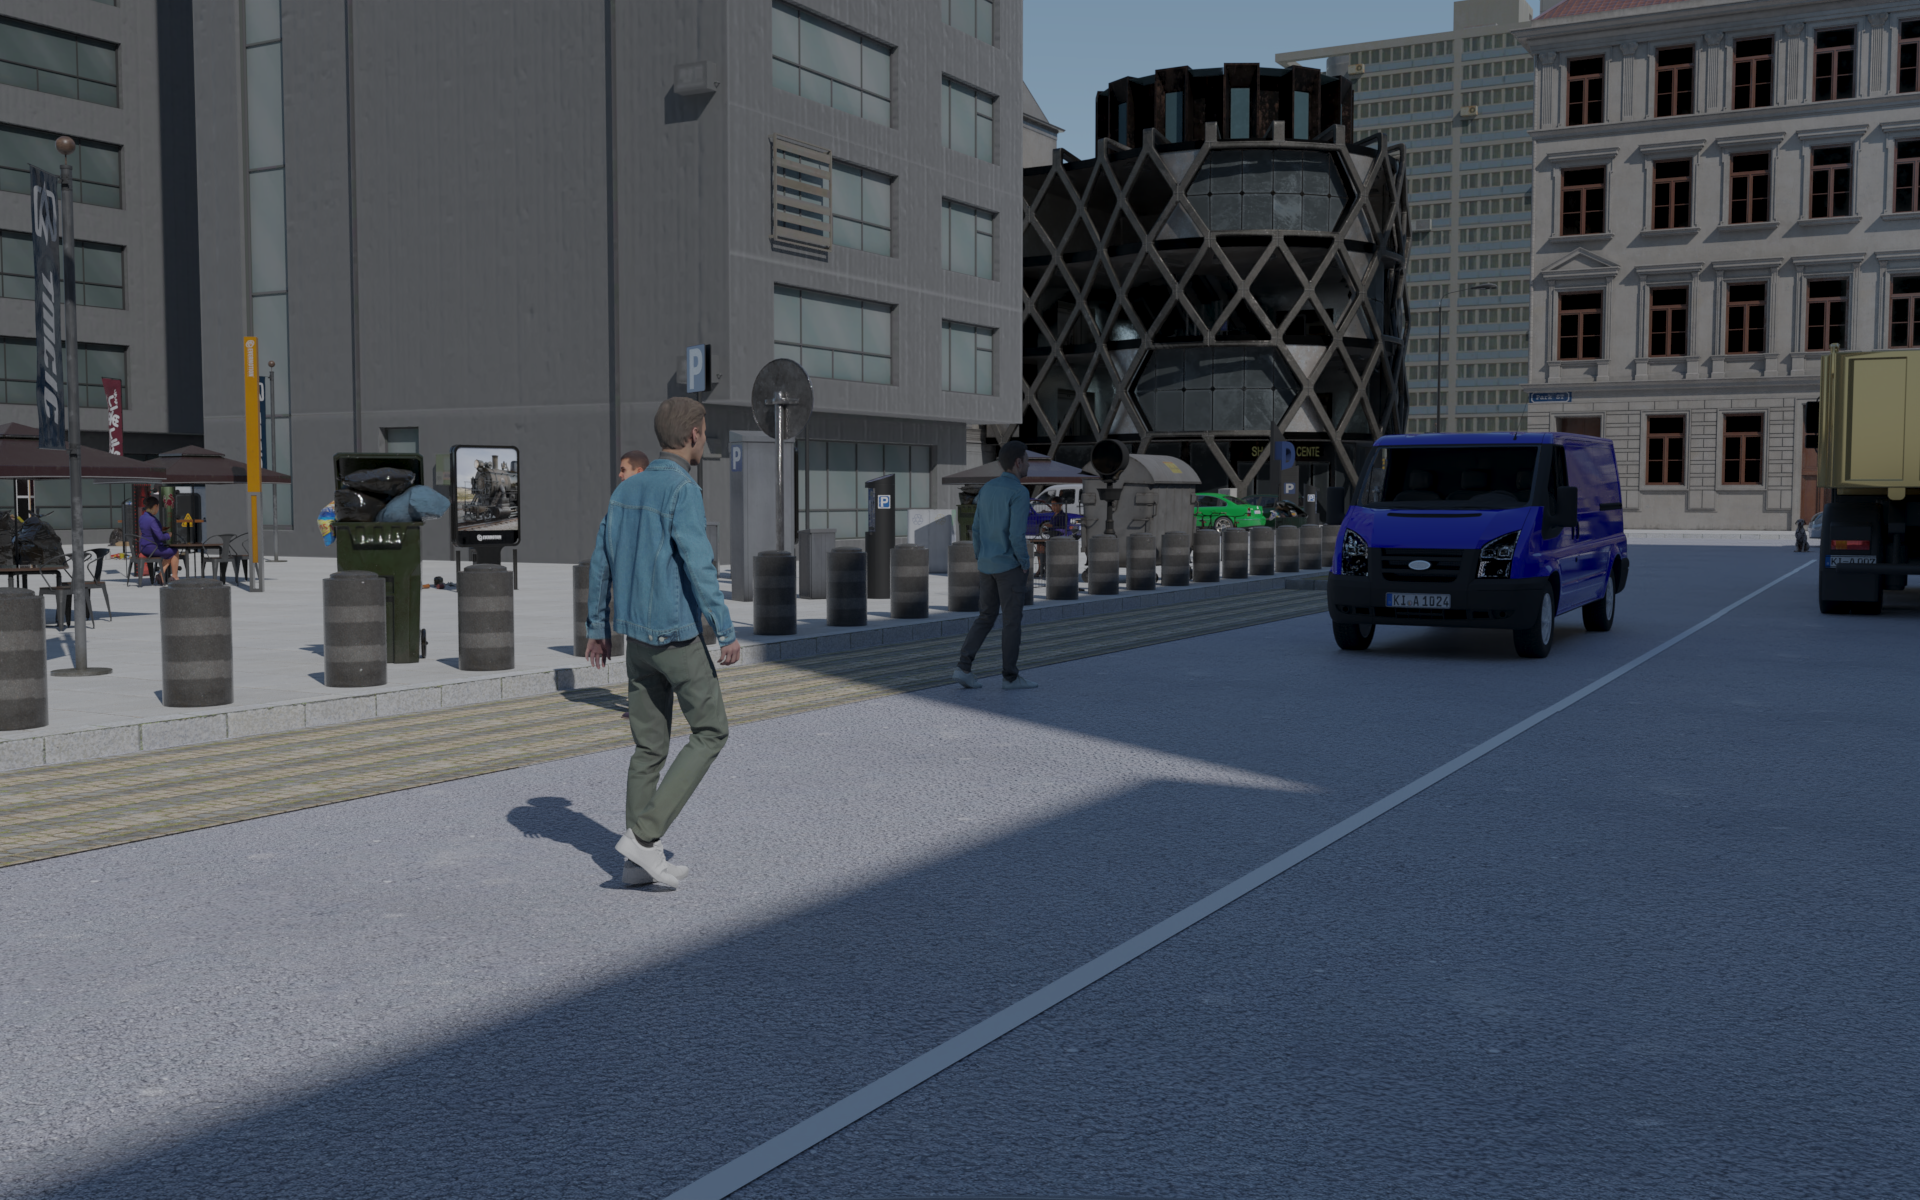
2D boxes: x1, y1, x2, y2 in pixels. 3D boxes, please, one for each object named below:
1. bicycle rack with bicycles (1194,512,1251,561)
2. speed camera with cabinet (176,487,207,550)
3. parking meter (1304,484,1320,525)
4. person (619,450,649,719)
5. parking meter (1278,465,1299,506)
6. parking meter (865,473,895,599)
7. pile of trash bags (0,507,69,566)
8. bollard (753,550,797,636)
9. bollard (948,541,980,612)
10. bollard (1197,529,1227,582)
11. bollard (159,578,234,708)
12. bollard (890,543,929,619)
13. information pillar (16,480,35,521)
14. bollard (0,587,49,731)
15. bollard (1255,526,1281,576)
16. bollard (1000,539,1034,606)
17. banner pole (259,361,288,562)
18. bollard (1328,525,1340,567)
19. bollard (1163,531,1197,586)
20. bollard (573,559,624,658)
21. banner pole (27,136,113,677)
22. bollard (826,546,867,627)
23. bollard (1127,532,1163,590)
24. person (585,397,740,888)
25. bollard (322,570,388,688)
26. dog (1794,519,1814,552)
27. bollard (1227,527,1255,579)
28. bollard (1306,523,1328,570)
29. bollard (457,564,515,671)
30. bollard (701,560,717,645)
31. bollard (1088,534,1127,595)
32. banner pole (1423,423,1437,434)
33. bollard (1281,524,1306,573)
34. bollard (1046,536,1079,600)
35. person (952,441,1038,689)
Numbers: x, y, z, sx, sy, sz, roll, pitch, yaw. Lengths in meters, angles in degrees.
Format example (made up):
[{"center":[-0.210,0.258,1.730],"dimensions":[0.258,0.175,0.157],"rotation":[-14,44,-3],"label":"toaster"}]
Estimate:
[{"center":[4.461,-1.271,34.169],"dimensions":[2.852,0.926,2.925],"rotation":[1,4,12],"label":"bicycle rack with bicycles"},{"center":[-17.094,-2.782,39.829],"dimensions":[2.038,3.252,0.660],"rotation":[0,4,5],"label":"speed camera with cabinet"},{"center":[8.447,-2.032,41.640],"dimensions":[0.372,1.533,0.369],"rotation":[0,3,0],"label":"parking meter"},{"center":[-2.046,-0.106,11.154],"dimensions":[0.530,1.710,0.541],"rotation":[2,4,30],"label":"person"},{"center":[6.714,-1.818,35.442],"dimensions":[0.399,1.863,0.255],"rotation":[0,4,6],"label":"parking meter"},{"center":[-0.980,-0.786,21.266],"dimensions":[0.372,1.533,0.369],"rotation":[0,3,0],"label":"parking meter"},{"center":[-16.723,-1.162,28.747],"dimensions":[1.912,1.369,3.447],"rotation":[1,4,16],"label":"pile of trash bags"},{"center":[-1.696,-0.070,15.858],"dimensions":[0.404,0.777,0.398],"rotation":[0,3,0],"label":"bollard"},{"center":[0.066,-0.262,19.006],"dimensions":[0.404,0.777,0.398],"rotation":[0,3,0],"label":"bollard"},{"center":[3.603,-0.648,25.318],"dimensions":[0.404,0.777,0.398],"rotation":[0,3,0],"label":"bollard"},{"center":[-4.656,0.254,10.568],"dimensions":[0.404,0.777,0.398],"rotation":[0,3,0],"label":"bollard"},{"center":[-0.523,-0.198,17.958],"dimensions":[0.404,0.777,0.398],"rotation":[0,3,0],"label":"bollard"},{"center":[-21.003,-2.106,38.929],"dimensions":[0.304,2.012,0.304],"rotation":[-1,4,-9],"label":"information pillar"},{"center":[-5.245,0.318,9.520],"dimensions":[0.404,0.777,0.398],"rotation":[0,3,0],"label":"bollard"},{"center":[4.783,-0.777,27.425],"dimensions":[0.404,0.777,0.398],"rotation":[0,3,0],"label":"bollard"},{"center":[0.656,-0.326,20.054],"dimensions":[0.404,0.777,0.398],"rotation":[0,3,0],"label":"bollard"},{"center":[-13.004,-2.591,32.374],"dimensions":[0.401,3.779,0.863],"rotation":[2,4,24],"label":"banner pole"},{"center":[6.557,-0.971,30.590],"dimensions":[0.404,0.777,0.398],"rotation":[0,3,0],"label":"bollard"},{"center":[3.018,-0.584,24.268],"dimensions":[0.404,0.777,0.398],"rotation":[0,3,0],"label":"bollard"},{"center":[-2.871,0.058,13.761],"dimensions":[0.404,0.777,0.398],"rotation":[0,3,0],"label":"bollard"},{"center":[-6.233,-1.345,12.003],"dimensions":[0.401,3.779,0.863],"rotation":[0,4,-7],"label":"banner pole"},{"center":[-1.106,-0.134,16.907],"dimensions":[0.404,0.777,0.398],"rotation":[0,3,0],"label":"bollard"},{"center":[2.428,-0.520,23.216],"dimensions":[0.404,0.777,0.398],"rotation":[0,3,0],"label":"bollard"},{"center":[-1.098,0.156,6.289],"dimensions":[0.444,1.785,0.601],"rotation":[-3,5,-41],"label":"person"},{"center":[-4.064,0.189,11.635],"dimensions":[0.404,0.777,0.398],"rotation":[0,3,0],"label":"bollard"},{"center":[20.888,-1.584,42.730],"dimensions":[0.800,0.831,0.513],"rotation":[-1,4,-12],"label":"dog"},{"center":[4.190,-0.713,26.369],"dimensions":[0.404,0.777,0.398],"rotation":[0,3,0],"label":"bollard"},{"center":[5.969,-0.906,29.530],"dimensions":[0.404,0.777,0.398],"rotation":[0,3,0],"label":"bollard"},{"center":[-3.473,0.124,12.697],"dimensions":[0.404,0.777,0.398],"rotation":[0,3,0],"label":"bollard"},{"center":[-2.286,-0.006,14.811],"dimensions":[0.404,0.777,0.398],"rotation":[0,3,0],"label":"bollard"},{"center":[1.839,-0.456,22.168],"dimensions":[0.404,0.777,0.398],"rotation":[0,3,0],"label":"bollard"},{"center":[16.656,-4.357,61.249],"dimensions":[0.401,3.779,0.863],"rotation":[-2,4,-26],"label":"banner pole"},{"center":[5.382,-0.842,28.481],"dimensions":[0.404,0.777,0.398],"rotation":[0,3,0],"label":"bollard"},{"center":[1.247,-0.391,21.108],"dimensions":[0.404,0.777,0.398],"rotation":[0,3,0],"label":"bollard"},{"center":[0.257,-0.258,12.730],"dimensions":[0.620,1.820,0.660],"rotation":[-3,4,-39],"label":"person"}]
